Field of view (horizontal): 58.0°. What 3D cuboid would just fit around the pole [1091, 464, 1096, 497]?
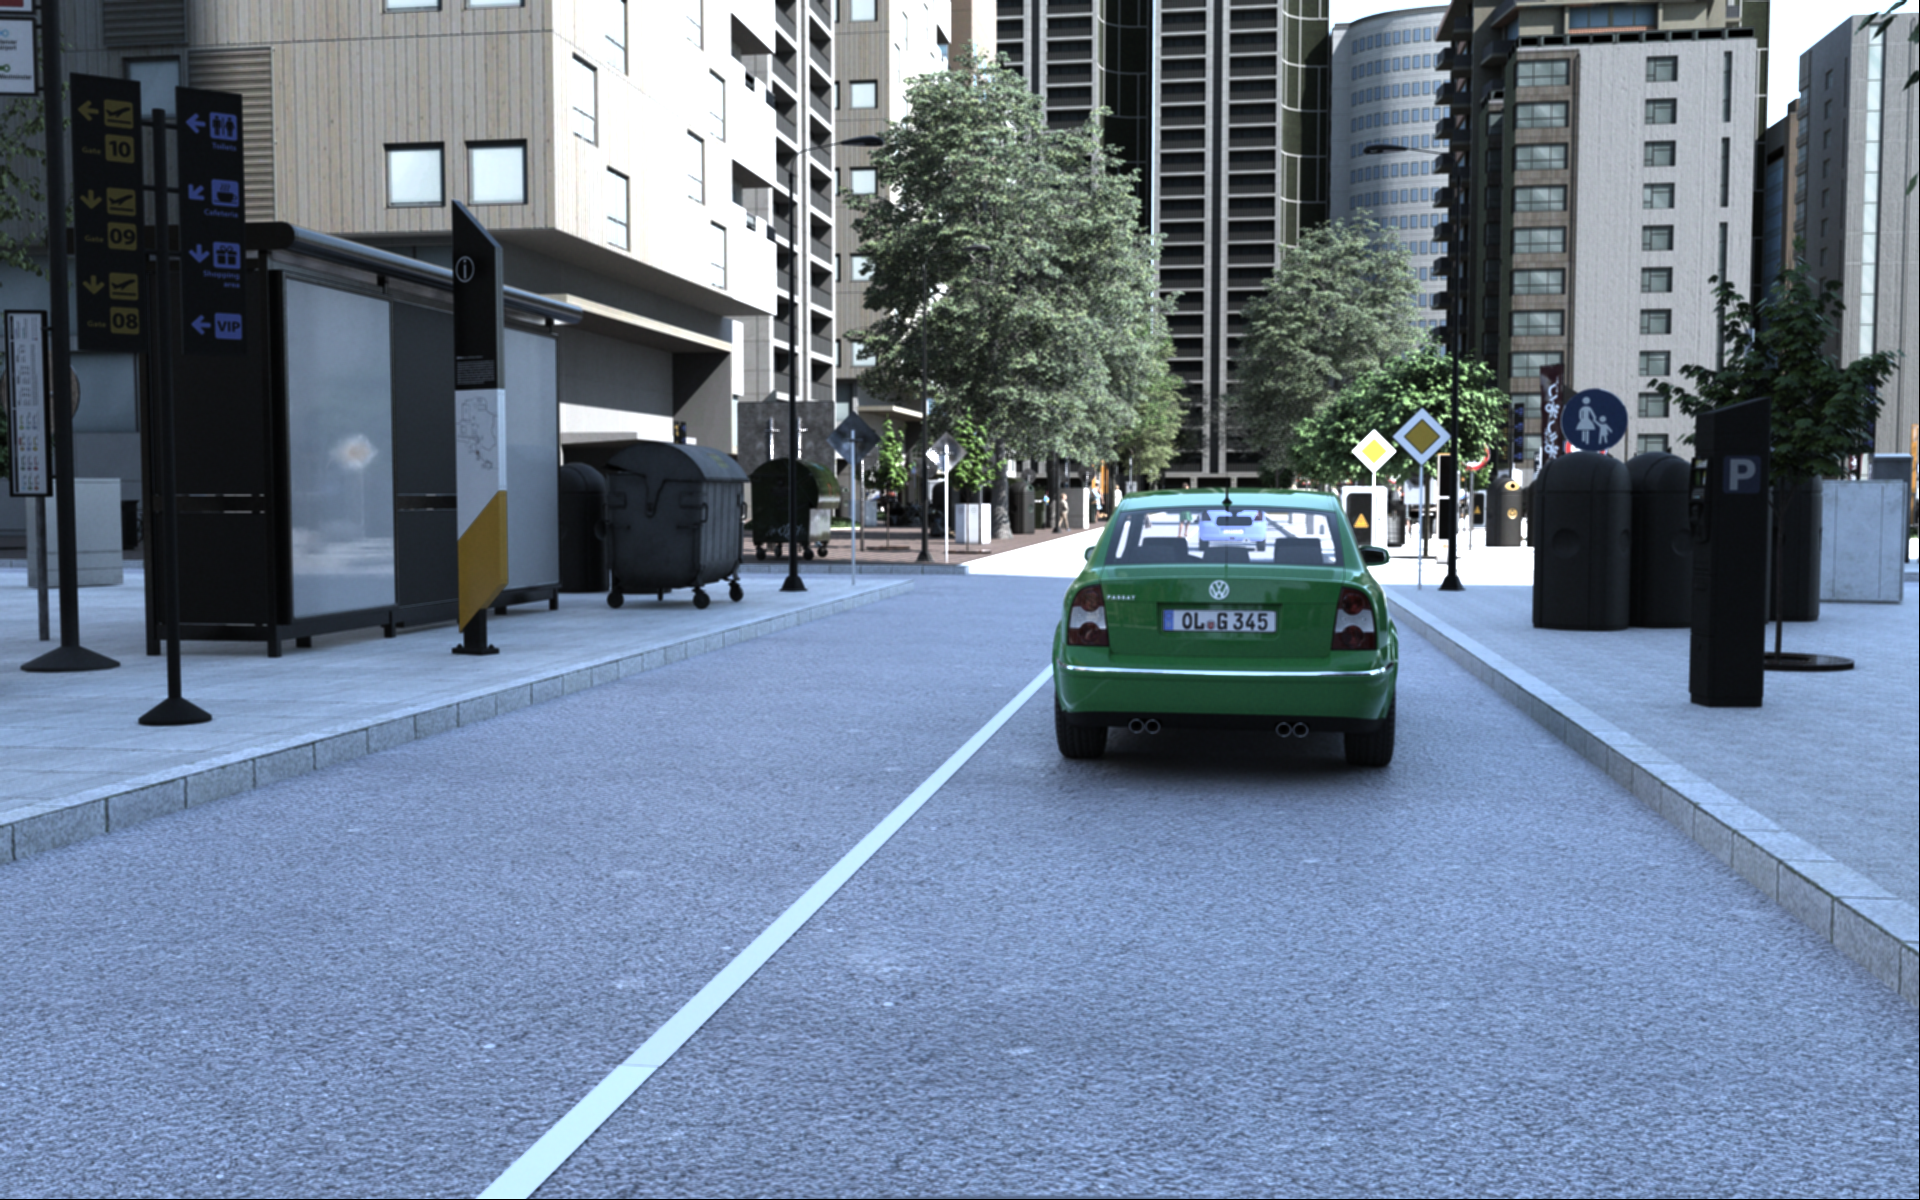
[{"bbox_3d":[6.085,-5.211,79.038,0.158,3.312,0.155,0,3,0],"label":"pole"}]

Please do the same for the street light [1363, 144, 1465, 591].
[{"bbox_3d":[6.036,-3.089,23.052,1.470,5.913,1.316,1,4,9],"label":"street light"}]

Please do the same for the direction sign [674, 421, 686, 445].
[{"bbox_3d":[-8.742,-3.800,54.127,0.379,3.537,0.876,1,4,14],"label":"direction sign"}]

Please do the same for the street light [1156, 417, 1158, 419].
[{"bbox_3d":[11.371,-8.089,104.790,1.470,5.913,1.316,1,4,9],"label":"street light"}]

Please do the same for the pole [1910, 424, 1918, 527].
[{"bbox_3d":[27.873,-3.475,50.662,0.158,3.312,0.155,0,3,0],"label":"pole"}]

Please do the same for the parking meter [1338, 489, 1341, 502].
[{"bbox_3d":[13.455,-3.203,60.774,0.372,1.533,0.369,0,3,0],"label":"parking meter"}]

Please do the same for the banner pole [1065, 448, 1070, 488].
[{"bbox_3d":[5.160,-5.696,83.150,0.401,3.779,0.863,1,4,21],"label":"banner pole"}]

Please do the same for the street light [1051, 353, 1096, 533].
[{"bbox_3d":[3.728,-5.149,56.719,1.470,5.913,1.316,1,4,9],"label":"street light"}]

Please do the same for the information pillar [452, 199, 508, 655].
[{"bbox_3d":[-3.824,-1.371,13.772,0.504,3.616,0.183,2,4,31],"label":"information pillar"}]

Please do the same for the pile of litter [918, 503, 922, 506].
[{"bbox_3d":[-0.556,-3.113,64.858,1.176,0.858,1.719,2,4,31],"label":"pile of litter"}]

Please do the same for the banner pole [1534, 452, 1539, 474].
[{"bbox_3d":[30.200,-6.110,89.917,0.863,3.779,0.401,2,4,31],"label":"banner pole"}]

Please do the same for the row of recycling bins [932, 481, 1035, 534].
[{"bbox_3d":[0.731,-2.937,55.127,3.534,1.692,1.069,-2,4,-27],"label":"row of recycling bins"}]

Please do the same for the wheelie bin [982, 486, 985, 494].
[{"bbox_3d":[1.124,-3.441,64.171,0.980,1.594,0.693,2,4,26],"label":"wheelie bin"}]

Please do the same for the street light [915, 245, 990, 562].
[{"bbox_3d":[-0.131,-3.666,32.481,1.470,5.913,1.316,1,4,9],"label":"street light"}]

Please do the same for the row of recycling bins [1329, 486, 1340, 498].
[{"bbox_3d":[21.158,-5.291,93.615,3.534,1.692,1.069,-3,5,-41],"label":"row of recycling bins"}]

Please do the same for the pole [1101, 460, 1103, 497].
[{"bbox_3d":[8.012,-6.332,97.377,0.158,3.312,0.155,0,3,0],"label":"pole"}]

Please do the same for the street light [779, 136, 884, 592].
[{"bbox_3d":[-1.676,-3.068,22.698,1.470,5.913,1.316,1,4,9],"label":"street light"}]

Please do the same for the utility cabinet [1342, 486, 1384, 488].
[{"bbox_3d":[11.587,-2.515,49.799,1.173,1.500,0.318,1,4,18],"label":"utility cabinet"}]

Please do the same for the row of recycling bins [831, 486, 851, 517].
[{"bbox_3d":[-7.235,-4.866,86.667,3.534,1.692,1.069,0,4,-7],"label":"row of recycling bins"}]

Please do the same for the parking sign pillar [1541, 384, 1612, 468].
[{"bbox_3d":[13.388,-3.018,37.824,1.447,3.967,1.447,1,4,21],"label":"parking sign pillar"}]

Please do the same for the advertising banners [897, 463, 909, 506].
[{"bbox_3d":[-3.444,-6.247,98.323,0.090,3.025,2.074,-3,4,-37],"label":"advertising banners"}]

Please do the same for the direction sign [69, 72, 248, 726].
[{"bbox_3d":[-4.425,-1.080,9.660,0.876,3.537,0.379,-3,4,-36],"label":"direction sign"}]

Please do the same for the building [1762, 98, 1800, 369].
[{"bbox_3d":[99.725,-33.518,198.136,14.200,45.320,14.600,1,4,9],"label":"building"}]

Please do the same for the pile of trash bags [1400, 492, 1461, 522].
[{"bbox_3d":[21.145,-4.218,78.724,3.447,1.369,1.912,-3,5,-41],"label":"pile of trash bags"}]

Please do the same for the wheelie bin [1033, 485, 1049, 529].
[{"bbox_3d":[2.805,-3.409,63.650,0.980,1.594,0.693,1,4,12],"label":"wheelie bin"}]

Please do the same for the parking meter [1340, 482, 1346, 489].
[{"bbox_3d":[18.802,-4.850,85.001,0.255,1.863,0.399,0,4,6],"label":"parking meter"}]

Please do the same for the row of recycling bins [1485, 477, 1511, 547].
[{"bbox_3d":[14.480,-2.112,41.649,3.534,1.692,1.069,1,4,18],"label":"row of recycling bins"}]

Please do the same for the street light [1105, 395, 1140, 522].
[{"bbox_3d":[7.483,-6.618,80.741,1.470,5.913,1.316,1,4,9],"label":"street light"}]

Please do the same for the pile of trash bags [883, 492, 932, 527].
[{"bbox_3d":[-2.232,-3.691,70.095,1.912,1.369,3.447,-2,4,-28],"label":"pile of trash bags"}]

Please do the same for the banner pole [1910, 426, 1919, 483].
[{"bbox_3d":[35.225,-4.524,63.986,0.401,3.779,0.863,1,4,11],"label":"banner pole"}]

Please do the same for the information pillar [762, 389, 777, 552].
[{"bbox_3d":[-4.289,-2.892,38.631,0.504,3.616,0.183,-3,5,-39],"label":"information pillar"}]

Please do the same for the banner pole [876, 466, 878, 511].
[{"bbox_3d":[-4.240,-6.309,93.177,0.863,3.779,0.401,0,4,-3],"label":"banner pole"}]

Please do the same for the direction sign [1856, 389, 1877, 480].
[{"bbox_3d":[17.302,-2.530,33.356,0.379,3.537,0.876,-1,4,-9],"label":"direction sign"}]

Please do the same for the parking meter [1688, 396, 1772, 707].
[{"bbox_3d":[4.647,-0.292,10.489,0.399,1.863,0.255,0,4,-1],"label":"parking meter"}]

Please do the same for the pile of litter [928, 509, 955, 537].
[{"bbox_3d":[-0.467,-2.348,52.350,1.176,0.858,1.719,0,4,6],"label":"pile of litter"}]

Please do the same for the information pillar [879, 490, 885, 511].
[{"bbox_3d":[-4.915,-6.426,109.561,0.304,2.012,0.304,-2,4,-26],"label":"information pillar"}]

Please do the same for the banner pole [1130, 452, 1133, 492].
[{"bbox_3d":[10.095,-6.867,102.299,0.401,3.779,0.863,1,4,16],"label":"banner pole"}]

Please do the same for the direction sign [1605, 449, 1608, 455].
[{"bbox_3d":[19.707,-3.771,53.647,0.876,3.537,0.379,-2,4,-26],"label":"direction sign"}]

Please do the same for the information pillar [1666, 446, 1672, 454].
[{"bbox_3d":[34.629,-5.718,84.849,0.183,3.616,0.504,-2,4,-28],"label":"information pillar"}]

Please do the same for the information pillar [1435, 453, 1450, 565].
[{"bbox_3d":[8.812,-1.650,31.472,0.304,2.012,0.304,1,4,11],"label":"information pillar"}]

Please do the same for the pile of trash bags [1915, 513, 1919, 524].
[{"bbox_3d":[41.201,-3.939,74.151,3.447,1.369,1.912,2,4,28],"label":"pile of trash bags"}]

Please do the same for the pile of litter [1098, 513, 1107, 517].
[{"bbox_3d":[8.619,-5.539,104.524,1.719,0.858,1.176,-2,4,-34],"label":"pile of litter"}]

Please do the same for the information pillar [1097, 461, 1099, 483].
[{"bbox_3d":[8.429,-7.024,106.193,0.183,3.616,0.504,1,4,9],"label":"information pillar"}]

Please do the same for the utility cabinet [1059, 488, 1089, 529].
[{"bbox_3d":[4.180,-3.376,63.871,1.173,1.500,0.318,3,5,39],"label":"utility cabinet"}]

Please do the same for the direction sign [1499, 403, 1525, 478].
[{"bbox_3d":[13.823,-3.148,43.466,0.379,3.537,0.876,-2,4,-24],"label":"direction sign"}]

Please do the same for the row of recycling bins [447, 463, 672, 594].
[{"bbox_3d":[-5.396,-0.974,23.030,3.534,1.692,1.069,2,4,23],"label":"row of recycling bins"}]

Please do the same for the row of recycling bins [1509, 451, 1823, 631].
[{"bbox_3d":[7.188,-0.612,17.125,3.534,1.692,1.069,-2,4,-26],"label":"row of recycling bins"}]

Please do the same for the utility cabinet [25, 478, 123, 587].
[{"bbox_3d":[-12.242,-0.933,23.940,0.318,1.500,1.173,3,4,36],"label":"utility cabinet"}]

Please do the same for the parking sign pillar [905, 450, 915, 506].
[{"bbox_3d":[-3.080,-7.236,106.779,1.447,3.967,1.447,-1,4,-10],"label":"parking sign pillar"}]

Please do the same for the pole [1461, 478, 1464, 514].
[{"bbox_3d":[26.636,-5.990,91.780,0.158,3.312,0.155,0,3,0],"label":"pole"}]

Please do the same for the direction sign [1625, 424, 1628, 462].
[{"bbox_3d":[20.968,-3.826,54.553,0.379,3.537,0.876,1,4,22],"label":"direction sign"}]

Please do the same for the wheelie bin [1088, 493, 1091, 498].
[{"bbox_3d":[5.911,-4.685,84.504,0.980,1.594,0.693,0,4,-8],"label":"wheelie bin"}]

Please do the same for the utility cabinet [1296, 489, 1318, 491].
[{"bbox_3d":[17.834,-4.895,88.716,1.173,1.500,0.318,2,4,24],"label":"utility cabinet"}]

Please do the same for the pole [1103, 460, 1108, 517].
[{"bbox_3d":[8.281,-6.329,97.317,0.158,3.312,0.155,0,3,0],"label":"pole"}]
